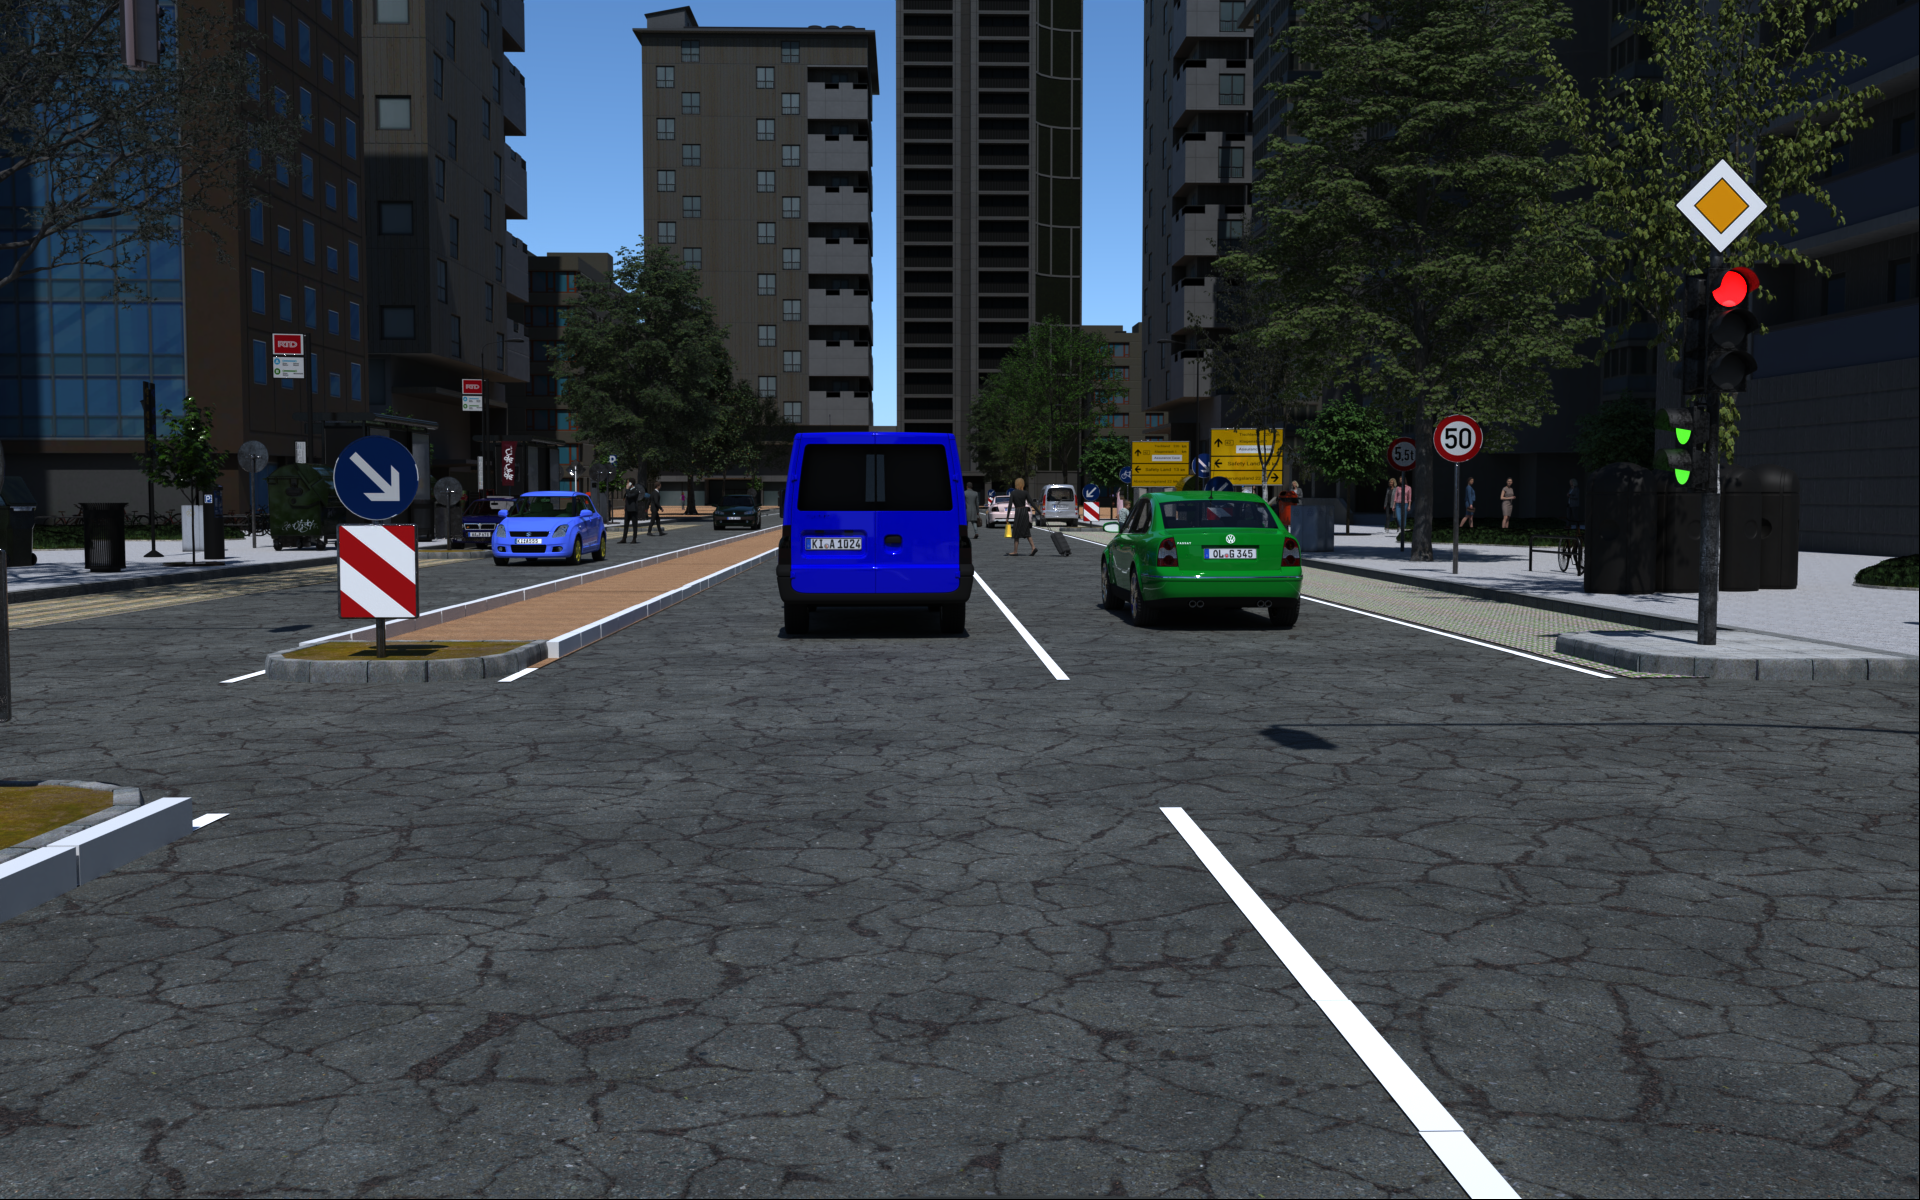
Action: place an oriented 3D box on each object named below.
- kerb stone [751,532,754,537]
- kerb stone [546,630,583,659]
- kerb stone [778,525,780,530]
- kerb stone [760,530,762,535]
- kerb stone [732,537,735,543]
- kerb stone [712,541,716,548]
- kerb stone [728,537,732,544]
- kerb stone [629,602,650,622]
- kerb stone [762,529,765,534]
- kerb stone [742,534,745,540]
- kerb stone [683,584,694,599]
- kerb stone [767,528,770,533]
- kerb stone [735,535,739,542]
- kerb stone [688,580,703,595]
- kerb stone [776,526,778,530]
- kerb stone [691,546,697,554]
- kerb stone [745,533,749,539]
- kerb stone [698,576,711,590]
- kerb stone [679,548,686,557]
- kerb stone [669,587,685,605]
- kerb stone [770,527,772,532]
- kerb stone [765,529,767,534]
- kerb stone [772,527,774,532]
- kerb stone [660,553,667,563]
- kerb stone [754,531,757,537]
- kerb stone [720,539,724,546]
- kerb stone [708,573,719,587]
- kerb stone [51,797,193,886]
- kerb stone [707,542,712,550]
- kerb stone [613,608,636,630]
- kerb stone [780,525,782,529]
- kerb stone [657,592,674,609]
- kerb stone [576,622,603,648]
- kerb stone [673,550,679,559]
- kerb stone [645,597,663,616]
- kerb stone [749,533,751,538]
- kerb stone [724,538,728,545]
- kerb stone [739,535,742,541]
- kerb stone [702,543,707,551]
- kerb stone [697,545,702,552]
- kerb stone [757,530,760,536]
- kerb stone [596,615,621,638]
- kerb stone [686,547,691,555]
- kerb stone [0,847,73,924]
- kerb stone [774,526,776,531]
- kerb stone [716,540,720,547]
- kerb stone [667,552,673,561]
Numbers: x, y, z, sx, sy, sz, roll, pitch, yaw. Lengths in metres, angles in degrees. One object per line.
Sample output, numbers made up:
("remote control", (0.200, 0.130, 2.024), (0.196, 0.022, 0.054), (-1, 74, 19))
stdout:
("kerb stone", (-6.892, -2.095, 56.445), (0.120, 0.150, 1.000), (0, 4, -2))
("kerb stone", (-3.555, 0.408, 15.521), (0.120, 0.150, 1.000), (0, 4, -2))
("kerb stone", (-7.234, -2.782, 67.721), (0.120, 0.150, 1.000), (0, 4, -2))
("kerb stone", (-6.983, -2.284, 59.531), (0.120, 0.150, 1.000), (0, 4, -2))
("kerb stone", (-6.708, -1.717, 50.284), (0.120, 0.150, 1.000), (0, 4, -2))
("kerb stone", (-6.539, -1.404, 45.153), (0.120, 0.150, 1.000), (0, 4, -2))
("kerb stone", (-6.674, -1.655, 49.248), (0.120, 0.150, 1.000), (0, 4, -2))
("kerb stone", (-3.679, 0.158, 19.621), (0.120, 0.150, 1.000), (0, 4, -2))
("kerb stone", (-7.010, -2.342, 60.558), (0.120, 0.150, 1.000), (0, 4, -2))
("kerb stone", (-6.796, -1.905, 53.358), (0.120, 0.150, 1.000), (0, 4, -2))
("kerb stone", (-3.797, -0.084, 23.727), (0.120, 0.150, 1.000), (0, 4, -2))
("kerb stone", (-7.074, -2.471, 62.603), (0.120, 0.150, 1.000), (0, 4, -2))
("kerb stone", (-6.737, -1.781, 51.311), (0.120, 0.150, 1.000), (0, 4, -2))
("kerb stone", (-3.835, -0.156, 24.750), (0.120, 0.150, 1.000), (0, 4, -2))
("kerb stone", (-7.198, -2.722, 66.692), (0.120, 0.150, 1.000), (0, 4, -2))
("kerb stone", (-6.425, -1.154, 41.065), (0.120, 0.150, 1.000), (0, 4, -2))
("kerb stone", (-6.824, -1.967, 54.386), (0.120, 0.150, 1.000), (0, 4, -2))
("kerb stone", (-3.864, -0.220, 25.785), (0.120, 0.150, 1.000), (0, 4, -2))
("kerb stone", (-6.359, -1.029, 39.022), (0.120, 0.150, 1.000), (0, 4, -2))
("kerb stone", (-3.768, -0.031, 22.704), (0.120, 0.150, 1.000), (0, 4, -2))
("kerb stone", (-7.103, -2.534, 63.625), (0.120, 0.150, 1.000), (0, 4, -2))
("kerb stone", (-7.051, -2.403, 61.579), (0.120, 0.150, 1.000), (0, 4, -2))
("kerb stone", (-7.141, -2.595, 64.647), (0.120, 0.150, 1.000), (0, 4, -2))
("kerb stone", (-6.268, -0.841, 35.950), (0.120, 0.150, 1.000), (0, 4, -2))
("kerb stone", (-6.921, -2.153, 57.470), (0.120, 0.150, 1.000), (0, 4, -2))
("kerb stone", (-6.615, -1.529, 47.201), (0.120, 0.150, 1.000), (0, 4, -2))
("kerb stone", (-3.891, -0.282, 26.807), (0.120, 0.150, 1.000), (0, 4, -2))
("kerb stone", (-3.292, 0.940, 6.826), (0.120, 0.150, 1.000), (0, 4, -2))
("kerb stone", (-6.513, -1.342, 44.131), (0.120, 0.150, 1.000), (0, 4, -2))
("kerb stone", (-3.644, 0.220, 18.595), (0.120, 0.150, 1.000), (0, 4, -2))
("kerb stone", (-7.264, -2.847, 68.743), (0.120, 0.150, 1.000), (0, 4, -2))
("kerb stone", (-3.737, 0.031, 21.682), (0.120, 0.150, 1.000), (0, 4, -2))
("kerb stone", (-3.584, 0.346, 16.543), (0.120, 0.150, 1.000), (0, 4, -2))
("kerb stone", (-6.337, -0.966, 37.997), (0.120, 0.150, 1.000), (0, 4, -2))
("kerb stone", (-3.706, 0.098, 20.655), (0.120, 0.150, 1.000), (0, 4, -2))
("kerb stone", (-6.864, -2.032, 55.414), (0.120, 0.150, 1.000), (0, 4, -2))
("kerb stone", (-6.646, -1.592, 48.223), (0.120, 0.150, 1.000), (0, 4, -2))
("kerb stone", (-6.766, -1.839, 52.337), (0.120, 0.150, 1.000), (0, 4, -2))
("kerb stone", (-6.488, -1.279, 43.109), (0.120, 0.150, 1.000), (0, 4, -2))
("kerb stone", (-6.456, -1.217, 42.087), (0.120, 0.150, 1.000), (0, 4, -2))
("kerb stone", (-6.950, -2.214, 58.499), (0.120, 0.150, 1.000), (0, 4, -2))
("kerb stone", (-3.611, 0.283, 17.570), (0.120, 0.150, 1.000), (0, 4, -2))
("kerb stone", (-6.398, -1.092, 40.043), (0.120, 0.150, 1.000), (0, 4, -2))
("kerb stone", (-3.261, 1.004, 5.803), (0.120, 0.150, 1.000), (0, 4, -2))
("kerb stone", (-7.171, -2.657, 65.670), (0.120, 0.150, 1.000), (0, 4, -2))
("kerb stone", (-6.575, -1.464, 46.175), (0.120, 0.150, 1.000), (0, 4, -2))
("kerb stone", (-6.304, -0.904, 36.972), (0.120, 0.150, 1.000), (0, 4, -2))
